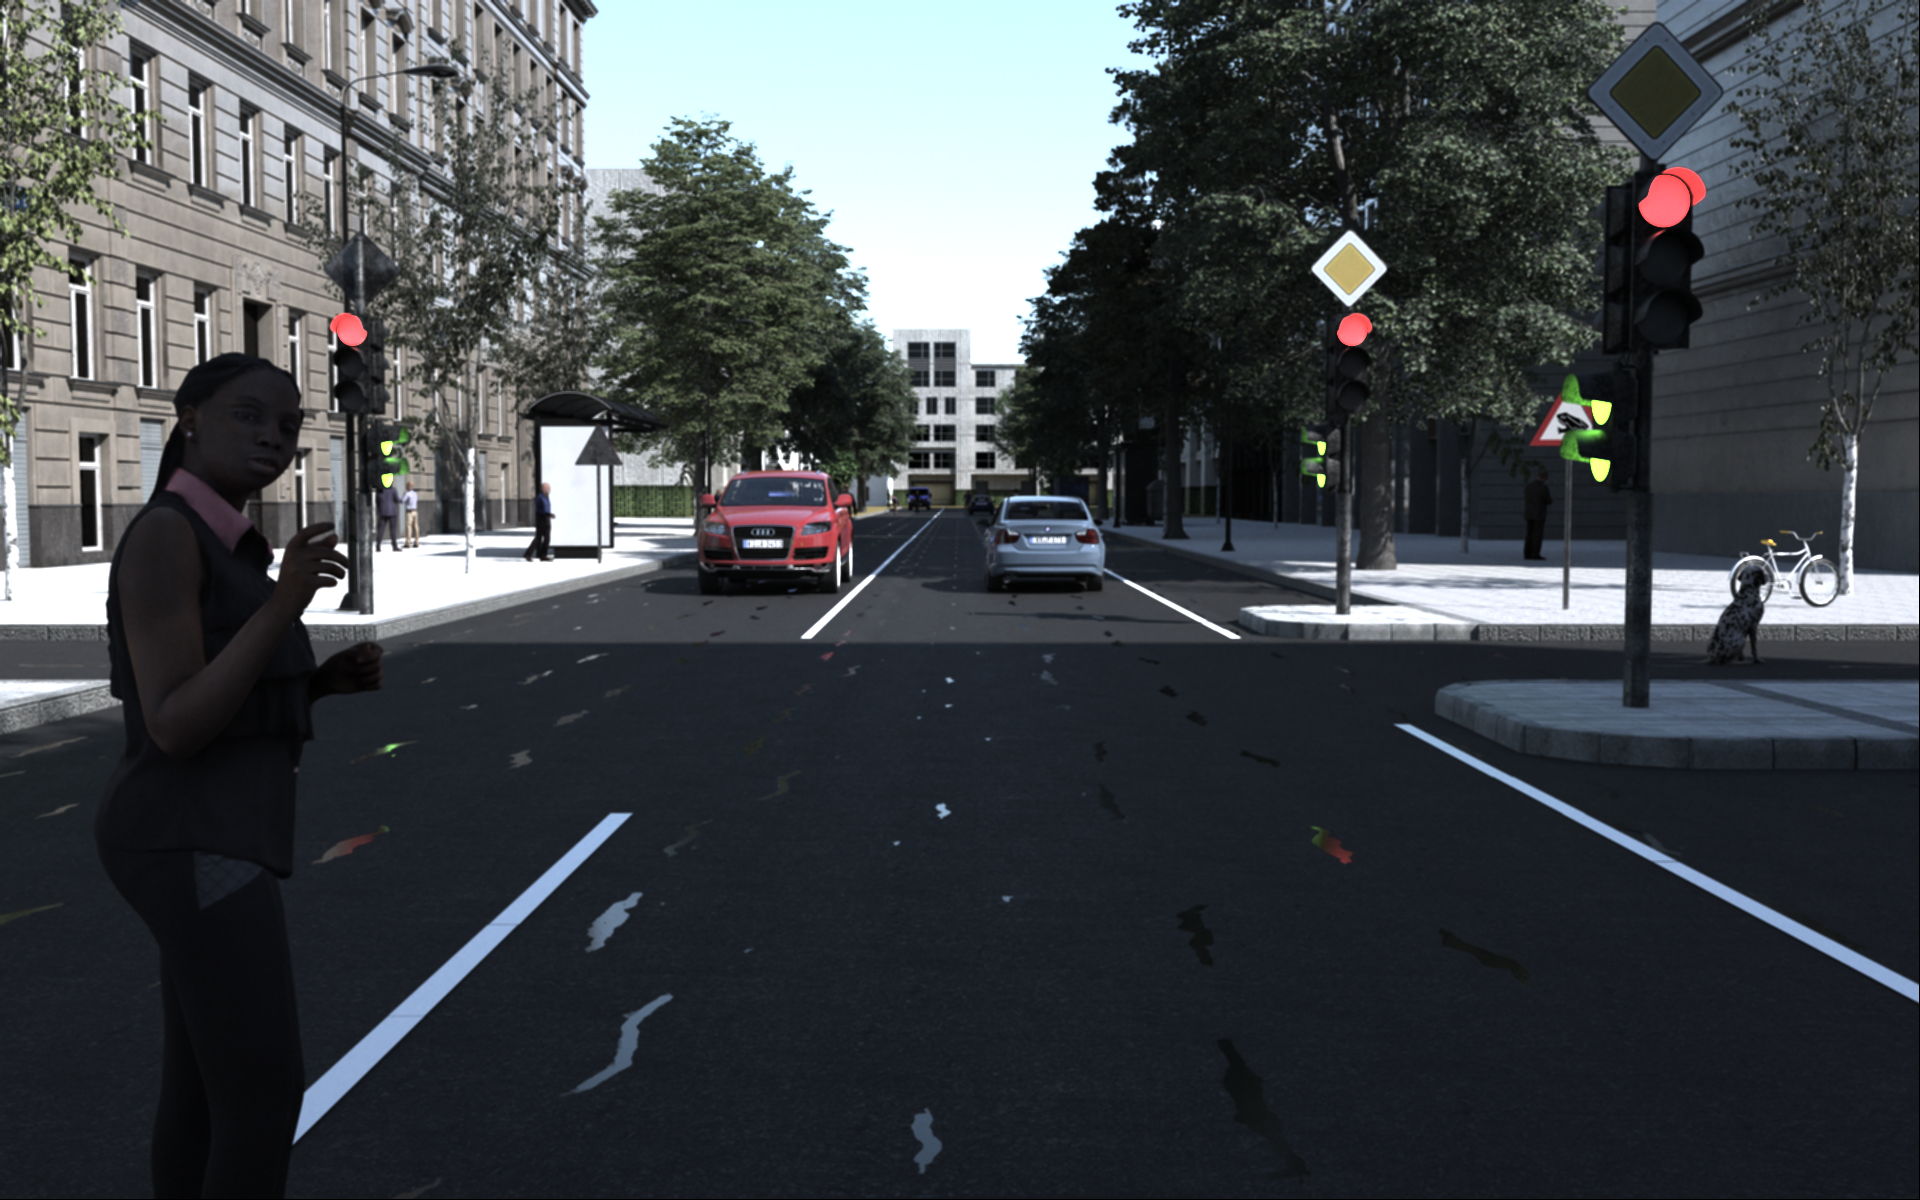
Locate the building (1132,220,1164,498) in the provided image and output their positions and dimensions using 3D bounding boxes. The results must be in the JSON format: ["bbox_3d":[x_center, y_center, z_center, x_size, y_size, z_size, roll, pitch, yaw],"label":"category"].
[{"bbox_3d":[28.133,-18.400,144.807,27.936,21.610,32.646,0,3,0],"label":"building"}]

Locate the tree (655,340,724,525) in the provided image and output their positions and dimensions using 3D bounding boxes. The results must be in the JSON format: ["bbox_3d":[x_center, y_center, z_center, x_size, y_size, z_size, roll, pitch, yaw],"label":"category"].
[{"bbox_3d":[-11.387,-7.479,72.646,4.360,8.622,3.978,0,3,0],"label":"tree"}]

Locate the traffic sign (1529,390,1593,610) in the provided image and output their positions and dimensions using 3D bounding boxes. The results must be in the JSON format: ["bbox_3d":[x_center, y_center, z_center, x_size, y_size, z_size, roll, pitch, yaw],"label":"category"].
[{"bbox_3d":[6.732,-1.173,19.175,0.884,2.594,0.081,0,4,2],"label":"traffic sign"}]

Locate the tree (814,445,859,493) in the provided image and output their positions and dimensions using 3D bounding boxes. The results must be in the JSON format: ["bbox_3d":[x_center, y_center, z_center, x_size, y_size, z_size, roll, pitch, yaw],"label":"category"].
[{"bbox_3d":[-7.974,-7.749,110.416,4.285,4.588,4.351,0,3,0],"label":"tree"}]

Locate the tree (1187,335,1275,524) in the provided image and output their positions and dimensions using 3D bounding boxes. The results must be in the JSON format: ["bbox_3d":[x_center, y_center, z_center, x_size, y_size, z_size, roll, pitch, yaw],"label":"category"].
[{"bbox_3d":[11.447,-7.621,74.960,4.360,8.622,3.978,0,3,0],"label":"tree"}]

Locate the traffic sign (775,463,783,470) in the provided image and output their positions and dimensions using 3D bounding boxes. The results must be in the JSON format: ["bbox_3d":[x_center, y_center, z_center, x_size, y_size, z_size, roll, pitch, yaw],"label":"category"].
[{"bbox_3d":[-7.461,-4.365,71.371,0.884,2.594,0.081,0,4,7],"label":"traffic sign"}]

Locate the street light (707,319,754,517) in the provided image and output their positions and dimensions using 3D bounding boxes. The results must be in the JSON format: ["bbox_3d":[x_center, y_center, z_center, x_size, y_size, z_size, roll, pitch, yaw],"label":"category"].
[{"bbox_3d":[-6.166,-4.505,46.205,1.470,5.913,1.316,0,3,0],"label":"street light"}]

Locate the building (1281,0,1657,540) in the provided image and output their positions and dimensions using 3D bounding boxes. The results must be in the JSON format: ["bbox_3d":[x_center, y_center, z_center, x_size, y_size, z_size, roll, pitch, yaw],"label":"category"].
[{"bbox_3d":[19.831,-17.408,62.109,11.434,29.767,29.804,0,3,0],"label":"building"}]

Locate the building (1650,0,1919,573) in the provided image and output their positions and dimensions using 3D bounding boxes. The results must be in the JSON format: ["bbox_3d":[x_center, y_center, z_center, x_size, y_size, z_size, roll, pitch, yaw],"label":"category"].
[{"bbox_3d":[26.642,-14.979,32.300,23.554,28.519,14.401,0,3,0],"label":"building"}]

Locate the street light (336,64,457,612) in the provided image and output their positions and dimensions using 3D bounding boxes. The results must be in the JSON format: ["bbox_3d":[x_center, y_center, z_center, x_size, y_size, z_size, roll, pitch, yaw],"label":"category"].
[{"bbox_3d":[-6.133,-2.834,18.880,1.470,5.913,1.316,0,3,0],"label":"street light"}]

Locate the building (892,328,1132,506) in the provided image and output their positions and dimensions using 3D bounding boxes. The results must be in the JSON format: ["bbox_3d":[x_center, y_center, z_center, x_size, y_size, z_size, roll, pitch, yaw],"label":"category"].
[{"bbox_3d":[8.509,-19.982,193.166,31.486,18.905,16.747,0,3,0],"label":"building"}]

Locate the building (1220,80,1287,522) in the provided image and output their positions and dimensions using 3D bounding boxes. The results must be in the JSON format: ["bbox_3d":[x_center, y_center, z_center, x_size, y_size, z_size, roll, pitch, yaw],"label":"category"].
[{"bbox_3d":[20.252,-15.659,85.697,12.332,23.373,15.834,0,3,0],"label":"building"}]

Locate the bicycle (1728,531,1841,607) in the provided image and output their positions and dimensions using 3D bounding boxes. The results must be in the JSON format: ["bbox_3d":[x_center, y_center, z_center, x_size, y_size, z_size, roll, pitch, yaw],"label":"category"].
[{"bbox_3d":[9.270,-0.383,19.489,1.543,0.972,0.635,-1,4,-15],"label":"bicycle"}]

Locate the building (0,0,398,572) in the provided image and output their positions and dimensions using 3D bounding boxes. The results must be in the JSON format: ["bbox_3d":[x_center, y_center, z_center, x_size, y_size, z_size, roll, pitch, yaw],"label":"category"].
[{"bbox_3d":[-21.487,-14.763,38.636,12.463,27.353,25.104,0,3,0],"label":"building"}]

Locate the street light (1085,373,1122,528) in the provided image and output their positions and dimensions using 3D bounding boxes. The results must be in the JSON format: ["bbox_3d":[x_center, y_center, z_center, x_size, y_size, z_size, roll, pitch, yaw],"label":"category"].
[{"bbox_3d":[5.468,-5.726,66.158,1.470,5.913,1.316,0,3,0],"label":"street light"}]

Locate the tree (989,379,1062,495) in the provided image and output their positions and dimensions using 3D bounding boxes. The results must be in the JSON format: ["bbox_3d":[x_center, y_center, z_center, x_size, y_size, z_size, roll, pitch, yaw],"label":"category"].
[{"bbox_3d":[6.346,-13.878,152.666,9.928,11.665,9.643,0,3,0],"label":"tree"}]

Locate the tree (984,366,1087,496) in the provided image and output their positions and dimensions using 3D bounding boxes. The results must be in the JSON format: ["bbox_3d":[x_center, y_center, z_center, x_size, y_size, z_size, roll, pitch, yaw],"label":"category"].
[{"bbox_3d":[7.269,-15.577,165.058,12.009,13.543,11.850,0,3,0],"label":"tree"}]

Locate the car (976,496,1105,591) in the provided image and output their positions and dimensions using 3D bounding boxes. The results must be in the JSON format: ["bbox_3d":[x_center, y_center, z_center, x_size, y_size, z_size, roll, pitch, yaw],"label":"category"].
[{"bbox_3d":[1.257,-0.910,26.880,2.014,1.417,4.499,0,4,0],"label":"car"}]

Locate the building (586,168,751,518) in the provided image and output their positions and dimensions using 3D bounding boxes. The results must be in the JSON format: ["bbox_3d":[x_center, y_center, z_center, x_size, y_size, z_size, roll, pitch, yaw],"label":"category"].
[{"bbox_3d":[-23.399,-14.887,109.862,16.747,18.905,31.486,0,3,0],"label":"building"}]

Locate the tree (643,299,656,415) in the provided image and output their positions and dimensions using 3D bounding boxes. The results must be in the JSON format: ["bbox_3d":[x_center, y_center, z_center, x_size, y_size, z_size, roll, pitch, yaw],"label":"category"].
[{"bbox_3d":[-9.723,-5.597,41.871,4.360,8.622,3.978,0,3,0],"label":"tree"}]

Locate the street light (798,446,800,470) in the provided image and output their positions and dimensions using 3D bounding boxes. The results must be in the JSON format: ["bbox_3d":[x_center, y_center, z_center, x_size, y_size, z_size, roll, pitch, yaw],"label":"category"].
[{"bbox_3d":[-6.281,-6.177,73.530,1.470,5.913,1.316,0,3,0],"label":"street light"}]

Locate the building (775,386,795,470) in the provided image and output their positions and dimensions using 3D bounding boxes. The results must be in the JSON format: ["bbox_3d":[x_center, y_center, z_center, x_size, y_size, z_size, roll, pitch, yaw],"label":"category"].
[{"bbox_3d":[-20.668,-18.172,153.526,11.380,20.091,16.016,0,3,0],"label":"building"}]

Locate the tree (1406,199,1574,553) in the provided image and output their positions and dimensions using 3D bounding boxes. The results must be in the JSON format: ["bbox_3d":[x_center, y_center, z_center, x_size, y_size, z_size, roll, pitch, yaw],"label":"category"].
[{"bbox_3d":[11.002,-5.319,37.333,4.737,8.622,4.395,0,3,0],"label":"tree"}]

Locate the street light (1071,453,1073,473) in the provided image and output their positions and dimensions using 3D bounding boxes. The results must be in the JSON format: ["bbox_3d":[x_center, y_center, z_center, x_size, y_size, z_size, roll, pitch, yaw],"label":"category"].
[{"bbox_3d":[5.500,-7.397,93.483,1.470,5.913,1.316,0,3,0],"label":"street light"}]

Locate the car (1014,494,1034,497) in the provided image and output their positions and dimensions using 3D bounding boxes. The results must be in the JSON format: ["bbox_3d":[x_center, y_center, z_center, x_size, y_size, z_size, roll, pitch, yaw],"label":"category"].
[{"bbox_3d":[3.962,-5.968,107.369,2.009,1.686,4.222,0,4,1],"label":"car"}]

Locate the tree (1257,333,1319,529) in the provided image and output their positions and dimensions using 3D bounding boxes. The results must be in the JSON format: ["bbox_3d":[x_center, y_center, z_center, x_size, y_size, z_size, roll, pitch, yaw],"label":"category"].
[{"bbox_3d":[11.519,-6.892,63.048,4.737,8.622,4.395,0,3,0],"label":"tree"}]

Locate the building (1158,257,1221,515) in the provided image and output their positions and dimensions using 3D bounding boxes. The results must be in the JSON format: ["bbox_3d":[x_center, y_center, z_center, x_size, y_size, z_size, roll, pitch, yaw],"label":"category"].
[{"bbox_3d":[23.075,-15.023,112.080,16.747,18.905,31.486,0,3,0],"label":"building"}]

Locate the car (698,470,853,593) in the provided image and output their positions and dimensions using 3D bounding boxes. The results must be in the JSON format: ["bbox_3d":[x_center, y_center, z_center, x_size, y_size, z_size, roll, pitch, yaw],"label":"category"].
[{"bbox_3d":[-2.759,-1.100,26.659,2.281,1.827,5.304,0,4,0],"label":"car"}]

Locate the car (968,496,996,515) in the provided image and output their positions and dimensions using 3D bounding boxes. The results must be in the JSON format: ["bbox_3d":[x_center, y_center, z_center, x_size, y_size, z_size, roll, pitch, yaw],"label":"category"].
[{"bbox_3d":[1.504,-6.555,119.753,1.945,1.354,3.894,0,4,1],"label":"car"}]

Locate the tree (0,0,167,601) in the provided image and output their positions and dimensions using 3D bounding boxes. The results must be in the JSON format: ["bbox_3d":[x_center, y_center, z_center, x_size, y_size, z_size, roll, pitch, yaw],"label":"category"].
[{"bbox_3d":[-11.568,-4.283,20.391,4.737,8.622,4.395,0,3,0],"label":"tree"}]

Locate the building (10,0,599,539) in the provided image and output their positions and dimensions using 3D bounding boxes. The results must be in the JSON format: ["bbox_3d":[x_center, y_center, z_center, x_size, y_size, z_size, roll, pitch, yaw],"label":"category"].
[{"bbox_3d":[-22.039,-16.333,64.312,12.463,27.353,25.104,0,3,0],"label":"building"}]

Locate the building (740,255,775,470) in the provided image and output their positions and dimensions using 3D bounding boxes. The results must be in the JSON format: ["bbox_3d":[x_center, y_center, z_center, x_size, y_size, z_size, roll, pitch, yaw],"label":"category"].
[{"bbox_3d":[-22.904,-16.807,131.218,16.016,20.091,11.380,0,3,0],"label":"building"}]

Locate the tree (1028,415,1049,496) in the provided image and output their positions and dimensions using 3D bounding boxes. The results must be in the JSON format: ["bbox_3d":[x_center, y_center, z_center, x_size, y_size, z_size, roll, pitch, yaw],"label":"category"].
[{"bbox_3d":[6.916,-11.810,143.454,4.360,8.622,3.978,0,3,0],"label":"tree"}]

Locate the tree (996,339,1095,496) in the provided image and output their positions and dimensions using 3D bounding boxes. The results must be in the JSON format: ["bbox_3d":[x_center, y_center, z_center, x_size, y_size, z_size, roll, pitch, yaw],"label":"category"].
[{"bbox_3d":[6.513,-12.797,127.361,7.486,12.596,7.792,0,3,0],"label":"tree"}]

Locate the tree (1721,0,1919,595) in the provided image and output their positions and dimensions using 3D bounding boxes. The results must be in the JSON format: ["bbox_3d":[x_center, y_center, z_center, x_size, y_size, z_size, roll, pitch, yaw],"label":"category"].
[{"bbox_3d":[11.514,-4.371,21.821,4.360,8.622,3.978,0,3,0],"label":"tree"}]

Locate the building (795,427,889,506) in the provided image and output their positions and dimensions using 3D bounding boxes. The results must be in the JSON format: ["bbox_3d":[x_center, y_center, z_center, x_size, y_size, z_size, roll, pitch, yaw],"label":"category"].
[{"bbox_3d":[-21.854,-15.181,190.358,28.070,9.664,9.099,0,3,0],"label":"building"}]

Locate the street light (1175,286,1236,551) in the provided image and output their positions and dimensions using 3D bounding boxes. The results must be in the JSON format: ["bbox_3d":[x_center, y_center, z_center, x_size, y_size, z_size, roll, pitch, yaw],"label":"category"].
[{"bbox_3d":[5.496,-4.055,38.832,1.470,5.913,1.316,0,3,0],"label":"street light"}]

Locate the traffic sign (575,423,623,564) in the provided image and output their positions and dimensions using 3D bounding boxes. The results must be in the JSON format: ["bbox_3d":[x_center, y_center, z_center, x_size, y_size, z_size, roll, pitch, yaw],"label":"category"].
[{"bbox_3d":[-6.659,-1.953,31.940,0.884,2.594,0.081,0,4,1],"label":"traffic sign"}]
